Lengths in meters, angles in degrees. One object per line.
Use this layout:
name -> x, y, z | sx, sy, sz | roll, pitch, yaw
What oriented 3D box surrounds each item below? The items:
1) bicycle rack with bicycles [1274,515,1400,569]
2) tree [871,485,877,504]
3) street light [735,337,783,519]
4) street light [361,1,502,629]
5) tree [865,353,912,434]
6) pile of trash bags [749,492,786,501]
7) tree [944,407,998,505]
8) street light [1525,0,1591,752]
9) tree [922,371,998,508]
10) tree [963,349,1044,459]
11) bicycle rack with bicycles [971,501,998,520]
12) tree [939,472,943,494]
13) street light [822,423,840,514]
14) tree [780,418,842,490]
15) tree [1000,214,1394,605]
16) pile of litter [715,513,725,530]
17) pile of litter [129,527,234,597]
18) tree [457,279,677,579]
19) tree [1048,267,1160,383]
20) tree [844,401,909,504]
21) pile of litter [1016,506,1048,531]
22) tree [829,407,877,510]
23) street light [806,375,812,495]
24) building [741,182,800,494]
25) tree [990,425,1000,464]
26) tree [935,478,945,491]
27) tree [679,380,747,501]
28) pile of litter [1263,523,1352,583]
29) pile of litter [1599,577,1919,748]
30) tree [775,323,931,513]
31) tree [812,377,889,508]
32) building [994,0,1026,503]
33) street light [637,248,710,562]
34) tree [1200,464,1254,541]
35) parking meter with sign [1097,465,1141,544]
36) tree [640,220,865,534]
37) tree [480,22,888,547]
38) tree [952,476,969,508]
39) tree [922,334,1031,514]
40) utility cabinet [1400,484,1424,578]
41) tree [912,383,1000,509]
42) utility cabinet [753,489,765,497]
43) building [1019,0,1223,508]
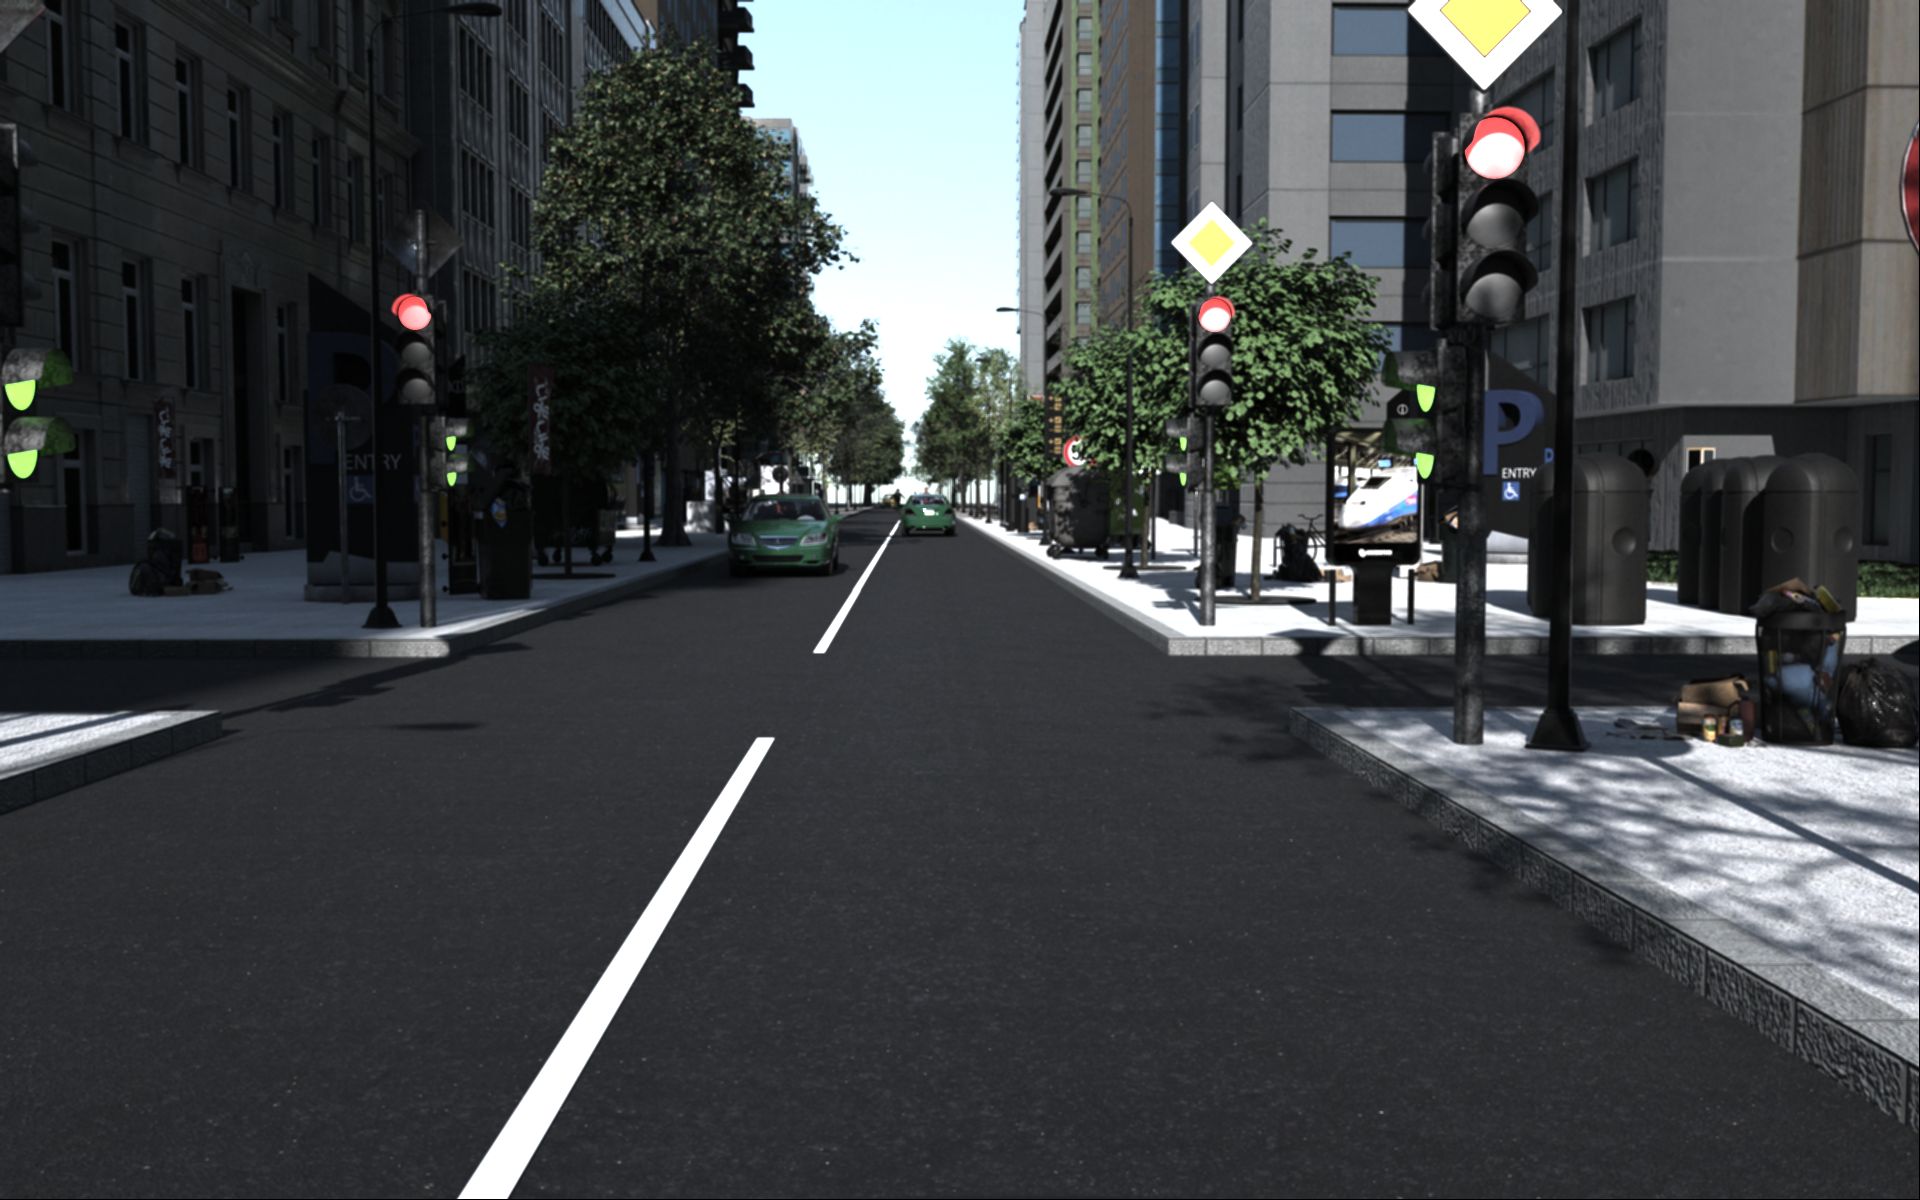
bicycle rack with bicycles -> 6.965, -1.032, 30.251 | 2.925, 0.926, 2.852 | -3, 5, -41
tree -> -12.290, -14.753, 235.811 | 1.663, 3.219, 1.824 | 0, 3, 0
street light -> -5.945, -4.756, 50.297 | 1.470, 5.913, 1.316 | 0, 4, -1
street light -> -5.017, -2.687, 16.480 | 1.470, 5.913, 1.316 | 0, 4, -1
tree -> -6.989, -8.459, 72.724 | 8.767, 10.594, 7.601 | 0, 4, 6
pile of trash bags -> -7.497, -3.652, 69.456 | 1.912, 1.369, 3.447 | -1, 4, -21
tree -> -0.479, -15.786, 175.101 | 9.611, 12.733, 9.660 | 0, 3, 0
street light -> 2.491, -2.205, 8.593 | 1.470, 5.913, 1.316 | 0, 4, -1
tree -> -0.029, -14.696, 158.408 | 7.486, 12.596, 7.792 | 0, 3, 0
tree -> 2.381, -8.445, 88.446 | 4.737, 8.622, 4.395 | 0, 3, 0
bicycle rack with bicycles -> 2.252, -4.461, 86.323 | 2.925, 0.926, 2.852 | 1, 4, 17
tree -> -2.648, -19.415, 227.806 | 12.009, 13.543, 11.850 | 0, 3, 0
street light -> -6.687, -6.826, 84.144 | 1.470, 5.913, 1.316 | 0, 4, -1
tree -> -8.360, -9.072, 98.686 | 4.737, 8.622, 4.395 | 0, 3, 0
tree -> 3.457, -2.250, 20.494 | 4.285, 4.588, 4.351 | 0, 3, 0
pile of litter -> -9.129, -2.963, 62.405 | 1.176, 0.858, 1.719 | 2, 4, 34
pile of litter -> -10.009, -0.515, 22.387 | 1.176, 0.858, 1.719 | 1, 4, 19
tree -> -5.983, -2.626, 26.655 | 4.285, 4.588, 4.351 | 0, 3, 0
tree -> 4.951, -6.413, 55.219 | 4.360, 8.622, 3.978 | 0, 3, 0
tree -> -11.240, -18.977, 216.932 | 9.857, 13.997, 8.962 | 0, 3, 0
pile of litter -> 2.795, -2.902, 61.406 | 1.719, 0.858, 1.176 | 0, 4, -4
tree -> -8.671, -11.361, 136.117 | 4.360, 8.622, 3.978 | 0, 3, 0
street light -> -6.305, -5.749, 66.537 | 1.470, 5.913, 1.316 | 0, 4, -1
building -> -34.406, -30.721, 194.166 | 32.217, 40.220, 23.993 | 0, 4, -1
tree -> 3.103, -2.805, 29.578 | 4.285, 4.588, 4.351 | 0, 3, 0
tree -> -2.446, -17.808, 241.515 | 4.360, 8.622, 3.978 | 0, 3, 0
tree -> -12.262, -8.091, 82.648 | 4.737, 8.622, 4.395 | 0, 3, 0
pile of litter -> 5.154, -0.721, 25.756 | 1.176, 0.858, 1.719 | 0, 4, -6
pile of litter -> 4.330, 0.292, 9.185 | 1.719, 0.858, 1.176 | 2, 4, 24
tree -> -9.250, -12.720, 118.347 | 12.009, 13.543, 11.850 | 0, 3, 0
tree -> -10.538, -15.065, 164.436 | 7.486, 12.596, 7.792 | 0, 3, 0
building -> 16.453, -56.361, 234.170 | 22.319, 86.520, 31.000 | 0, 4, -1
street light -> -5.423, -3.689, 32.850 | 1.470, 5.913, 1.316 | 0, 4, -1
tree -> 7.099, -3.213, 47.140 | 1.663, 3.219, 1.824 | 0, 3, 0
parking meter with sign -> 4.111, -2.994, 45.214 | 0.543, 3.016, 1.738 | -2, 4, -32
tree -> -7.764, -7.446, 56.157 | 8.767, 10.594, 7.601 | 0, 4, 0
tree -> -7.038, -7.683, 42.629 | 9.611, 12.733, 9.660 | 0, 3, 0
tree -> 0.245, -10.437, 165.243 | 1.663, 3.219, 1.824 | 0, 3, 0
tree -> 1.066, -11.457, 113.070 | 9.928, 11.665, 9.643 | 0, 3, 0
utility cabinet -> 6.977, -1.101, 26.687 | 0.318, 1.500, 1.173 | 1, 4, 17
tree -> 0.118, -12.829, 144.160 | 8.767, 10.594, 7.601 | -1, 4, -20
utility cabinet -> -8.862, -4.137, 76.322 | 0.318, 1.500, 1.173 | 0, 4, 7
building -> 17.581, -40.565, 205.241 | 21.231, 58.520, 28.212 | 0, 4, -1
